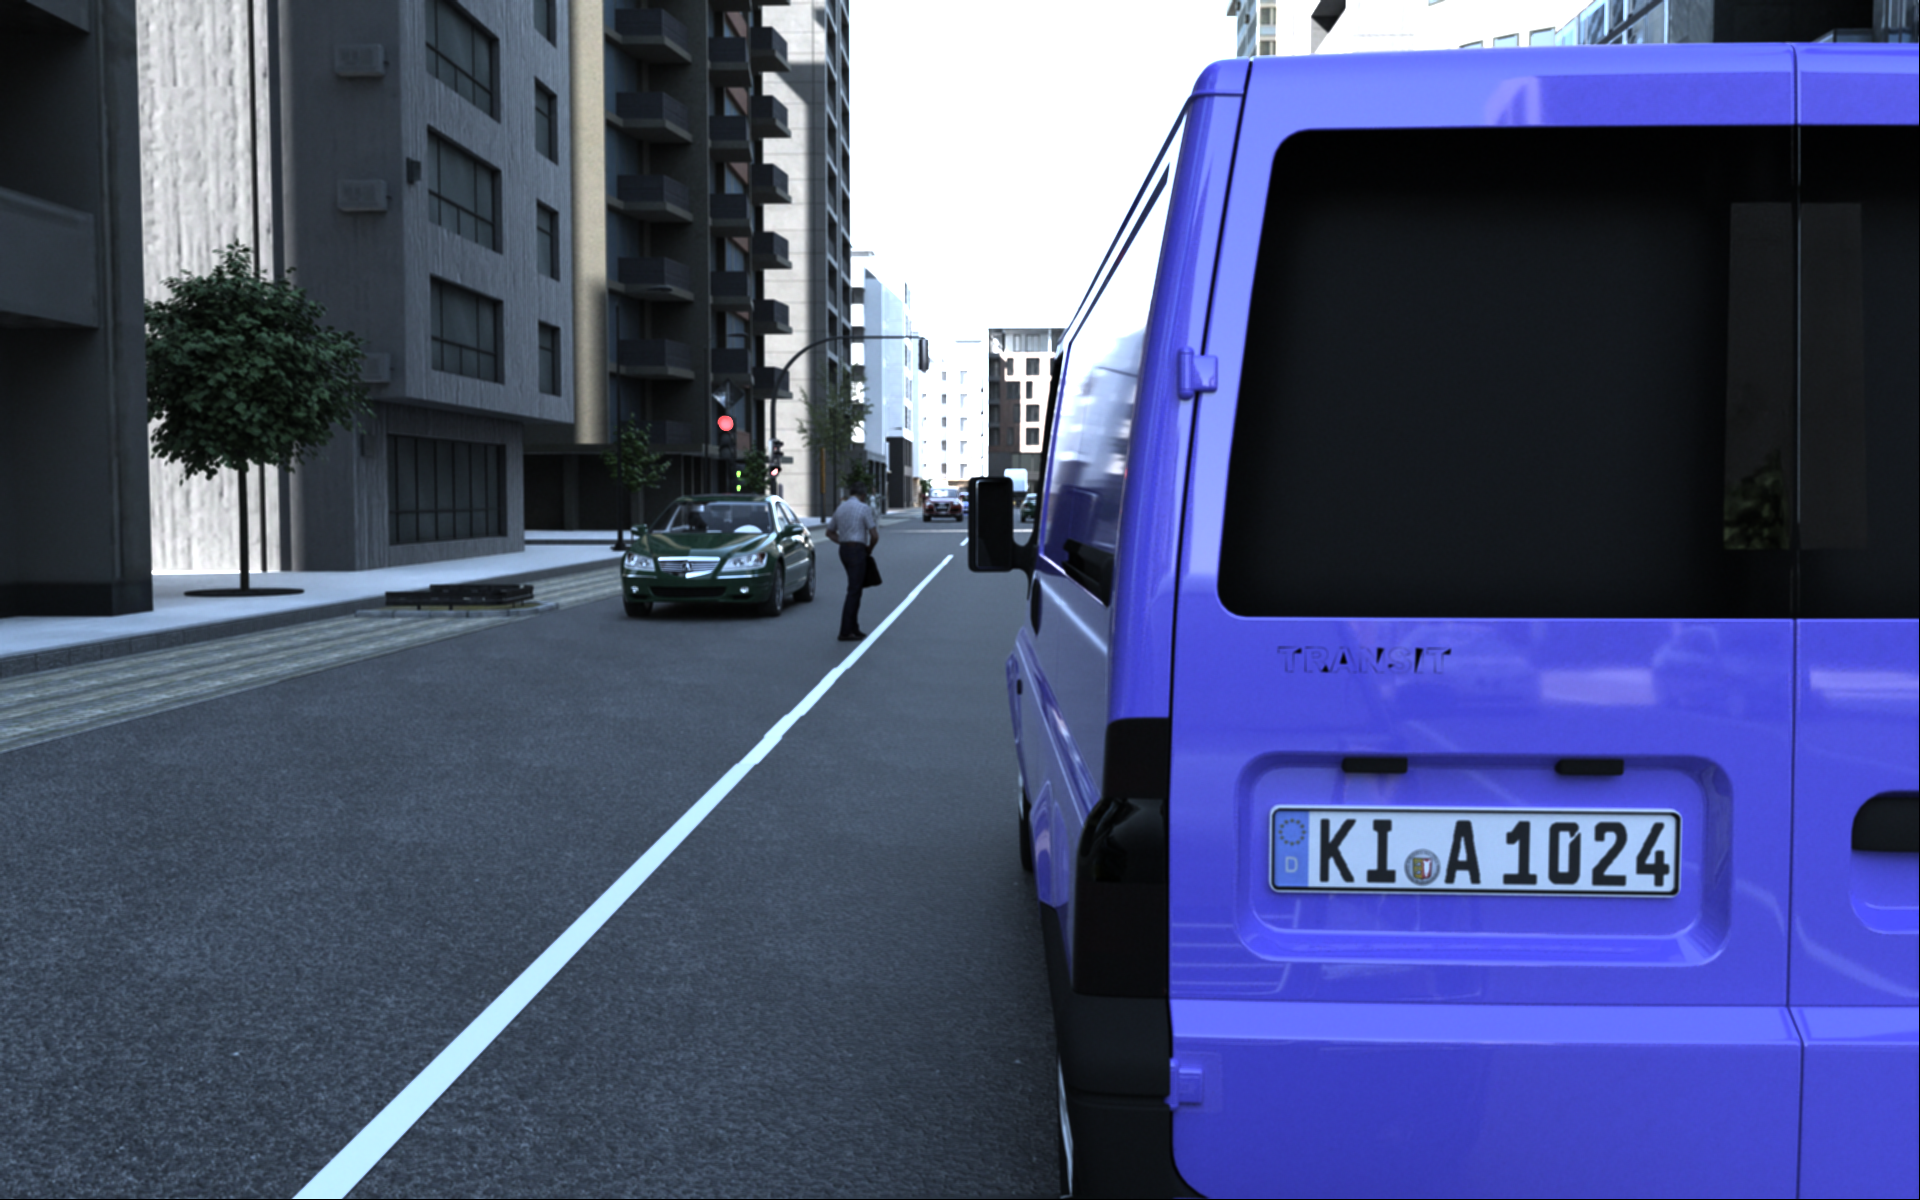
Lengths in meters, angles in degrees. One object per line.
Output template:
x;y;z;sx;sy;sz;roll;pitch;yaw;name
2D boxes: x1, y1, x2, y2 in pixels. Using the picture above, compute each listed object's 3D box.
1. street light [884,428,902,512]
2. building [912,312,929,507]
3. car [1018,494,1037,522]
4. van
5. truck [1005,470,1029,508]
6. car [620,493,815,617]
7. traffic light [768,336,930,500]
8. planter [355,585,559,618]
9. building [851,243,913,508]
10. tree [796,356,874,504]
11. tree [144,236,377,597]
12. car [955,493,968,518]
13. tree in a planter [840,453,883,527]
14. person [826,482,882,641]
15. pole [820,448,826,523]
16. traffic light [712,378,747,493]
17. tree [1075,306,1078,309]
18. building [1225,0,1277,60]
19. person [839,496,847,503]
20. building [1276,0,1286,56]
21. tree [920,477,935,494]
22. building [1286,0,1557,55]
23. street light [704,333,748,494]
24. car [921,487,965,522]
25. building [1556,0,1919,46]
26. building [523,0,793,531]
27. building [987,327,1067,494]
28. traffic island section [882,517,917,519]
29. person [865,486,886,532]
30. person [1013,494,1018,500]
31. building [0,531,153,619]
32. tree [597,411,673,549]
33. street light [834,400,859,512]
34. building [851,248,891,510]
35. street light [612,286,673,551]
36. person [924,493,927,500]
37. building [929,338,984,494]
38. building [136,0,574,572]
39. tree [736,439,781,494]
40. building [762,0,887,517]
-4.726;-9.107;121.443;1.470;5.913;1.316;0;4;2;street light
-11.676;-19.521;175.581;16.016;20.091;11.380;0;4;2;building
4.031;-4.724;89.034;2.131;1.459;4.920;0;4;2;car
1.133;-0.027;4.832;2.240;2.365;5.245;0;4;1;van
6.016;-11.870;183.826;2.967;4.110;18.799;0;4;1;truck
-2.938;-0.610;21.773;2.131;1.459;4.920;0;4;3;car
-3.265;-4.602;49.918;4.771;5.953;1.251;0;4;2;traffic light
-5.952;0.016;20.883;1.991;0.319;1.994;0;4;2;planter
-19.019;-18.948;153.772;27.936;21.610;32.646;0;4;2;building
-6.481;-8.645;91.711;4.737;8.622;4.395;0;3;0;tree
-9.304;-2.353;22.178;4.285;4.588;4.351;0;3;0;tree
0.532;-5.812;104.609;1.945;1.707;3.694;0;4;1;car
-4.339;-4.734;74.616;1.991;3.239;1.994;0;4;2;tree in a planter
-1.069;-0.393;17.142;0.614;1.554;0.590;3;5;39;person
-6.045;-5.052;76.439;0.158;3.312;0.155;0;3;0;pole
-5.598;-3.244;41.964;0.839;4.253;0.868;0;4;2;traffic light
16.083;-17.196;137.043;12.611;20.169;13.585;0;3;0;tree
30.777;-25.676;111.681;32.217;40.220;23.993;0;4;2;building
-4.834;-3.612;71.473;0.340;1.345;0.435;1;4;21;person
22.127;-26.128;77.301;14.600;45.320;14.200;0;4;2;building
-3.557;-11.993;190.681;1.663;3.219;1.824;0;3;0;tree
26.715;-31.613;58.876;28.212;58.520;21.231;0;4;2;building
-6.795;-4.739;50.023;1.470;5.913;1.316;0;4;2;street light
-0.872;-5.049;91.223;2.281;1.827;5.304;0;4;1;car
20.971;-43.459;23.226;22.319;86.520;31.000;0;4;2;building
-19.077;-25.576;72.796;22.147;44.769;28.867;0;4;2;building
19.916;-23.129;222.141;32.646;21.610;27.936;0;4;2;building
-3.523;-4.818;101.643;1.991;0.108;1.994;0;4;2;traffic island section
-3.210;-3.398;64.788;0.841;1.734;0.376;2;4;25;person
4.163;-8.282;143.535;1.348;1.869;0.705;-1;4;-16;person
-19.807;-23.465;7.352;21.300;48.544;21.600;0;4;2;building
-7.553;-2.809;40.535;1.663;3.219;1.824;0;3;0;tree
-5.663;-6.918;85.649;1.470;5.913;1.316;0;4;2;street light
-13.345;-16.835;131.667;16.016;20.091;11.380;0;4;2;building
-7.111;-4.054;38.823;1.470;5.913;1.316;0;4;2;street light
-3.875;-11.139;188.873;0.721;1.735;1.217;1;4;14;person
-2.769;-22.060;217.103;11.380;20.091;16.016;0;4;2;building
-15.770;-16.087;34.717;14.107;30.474;14.160;0;4;2;building
-7.089;-4.042;60.688;1.663;3.219;1.824;0;3;0;tree
-15.041;-40.753;104.561;20.563;71.187;20.611;0;4;2;building
